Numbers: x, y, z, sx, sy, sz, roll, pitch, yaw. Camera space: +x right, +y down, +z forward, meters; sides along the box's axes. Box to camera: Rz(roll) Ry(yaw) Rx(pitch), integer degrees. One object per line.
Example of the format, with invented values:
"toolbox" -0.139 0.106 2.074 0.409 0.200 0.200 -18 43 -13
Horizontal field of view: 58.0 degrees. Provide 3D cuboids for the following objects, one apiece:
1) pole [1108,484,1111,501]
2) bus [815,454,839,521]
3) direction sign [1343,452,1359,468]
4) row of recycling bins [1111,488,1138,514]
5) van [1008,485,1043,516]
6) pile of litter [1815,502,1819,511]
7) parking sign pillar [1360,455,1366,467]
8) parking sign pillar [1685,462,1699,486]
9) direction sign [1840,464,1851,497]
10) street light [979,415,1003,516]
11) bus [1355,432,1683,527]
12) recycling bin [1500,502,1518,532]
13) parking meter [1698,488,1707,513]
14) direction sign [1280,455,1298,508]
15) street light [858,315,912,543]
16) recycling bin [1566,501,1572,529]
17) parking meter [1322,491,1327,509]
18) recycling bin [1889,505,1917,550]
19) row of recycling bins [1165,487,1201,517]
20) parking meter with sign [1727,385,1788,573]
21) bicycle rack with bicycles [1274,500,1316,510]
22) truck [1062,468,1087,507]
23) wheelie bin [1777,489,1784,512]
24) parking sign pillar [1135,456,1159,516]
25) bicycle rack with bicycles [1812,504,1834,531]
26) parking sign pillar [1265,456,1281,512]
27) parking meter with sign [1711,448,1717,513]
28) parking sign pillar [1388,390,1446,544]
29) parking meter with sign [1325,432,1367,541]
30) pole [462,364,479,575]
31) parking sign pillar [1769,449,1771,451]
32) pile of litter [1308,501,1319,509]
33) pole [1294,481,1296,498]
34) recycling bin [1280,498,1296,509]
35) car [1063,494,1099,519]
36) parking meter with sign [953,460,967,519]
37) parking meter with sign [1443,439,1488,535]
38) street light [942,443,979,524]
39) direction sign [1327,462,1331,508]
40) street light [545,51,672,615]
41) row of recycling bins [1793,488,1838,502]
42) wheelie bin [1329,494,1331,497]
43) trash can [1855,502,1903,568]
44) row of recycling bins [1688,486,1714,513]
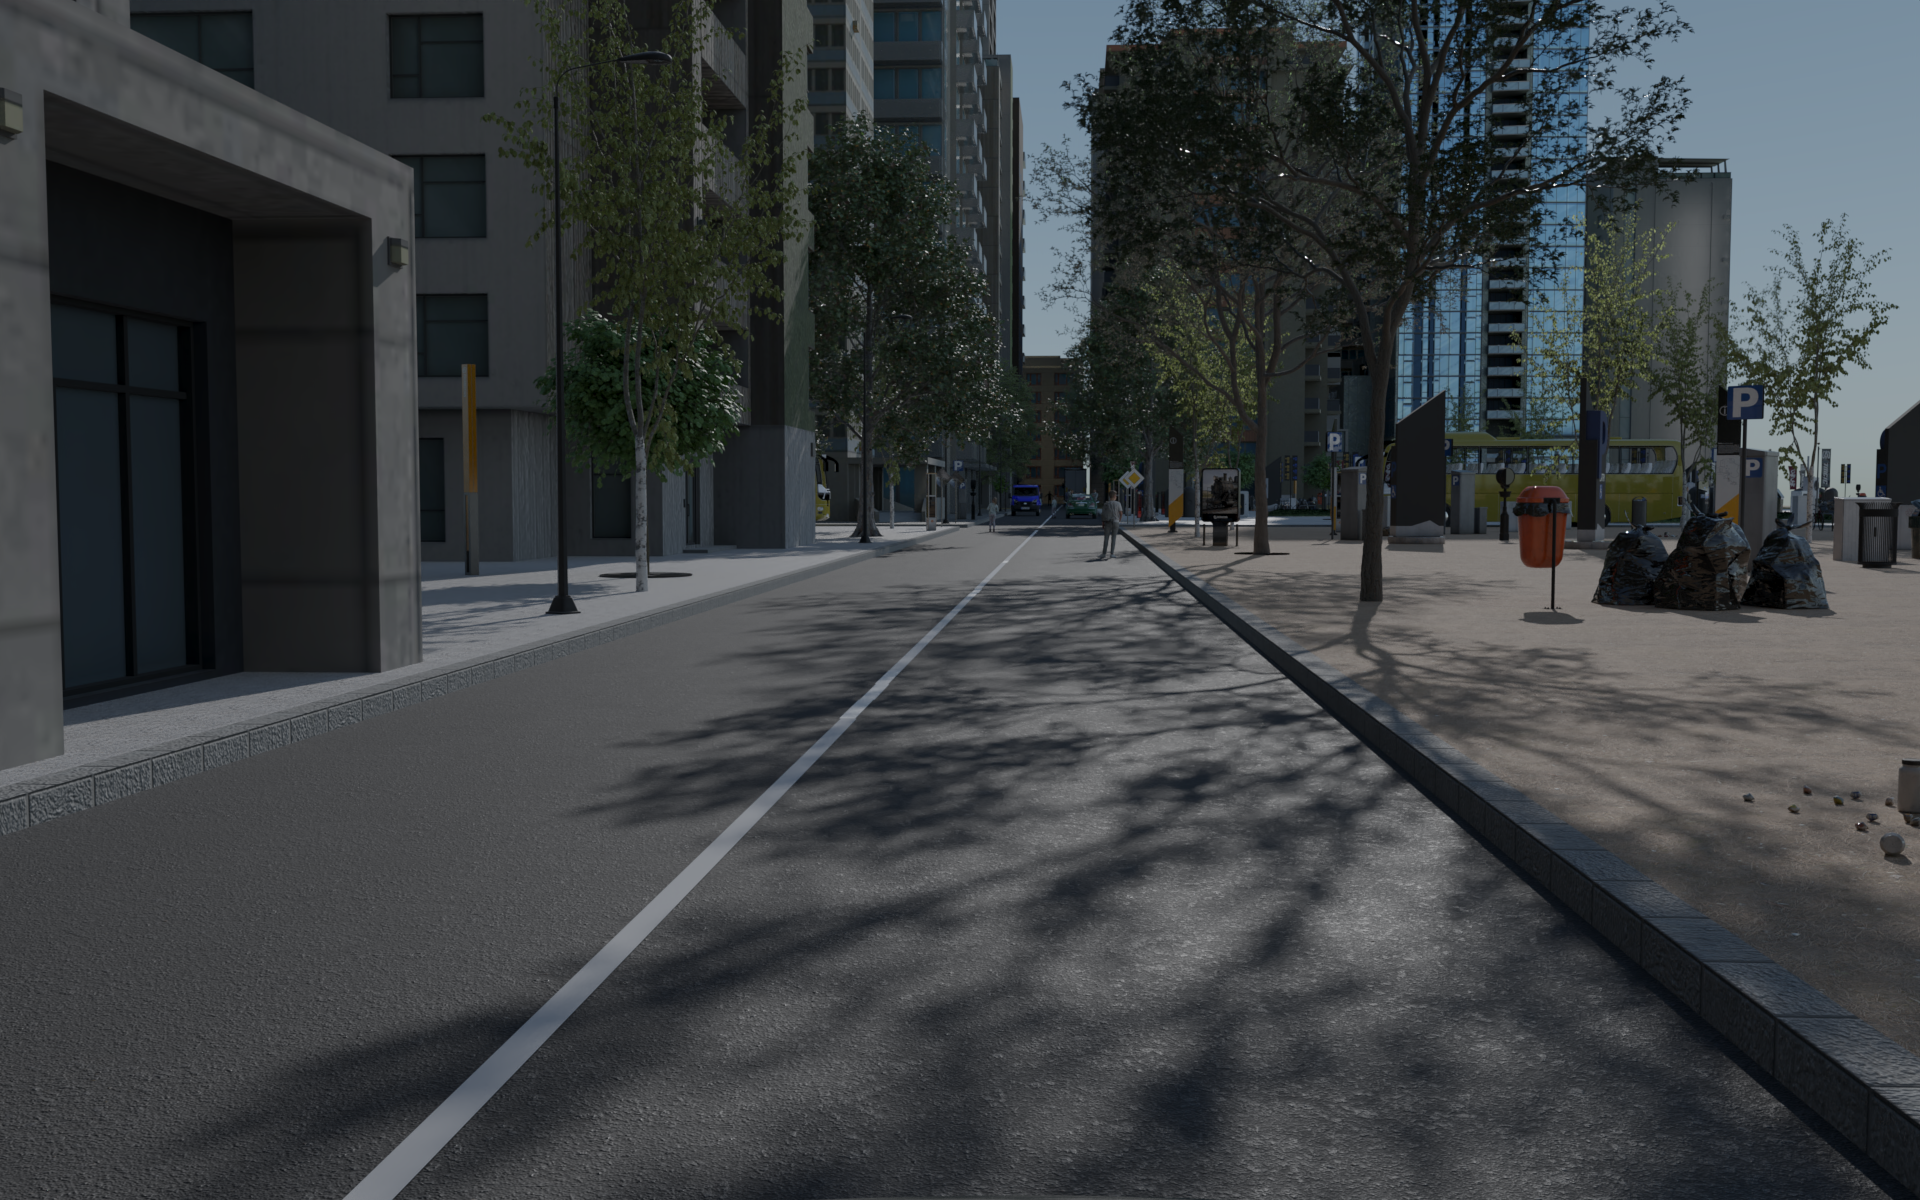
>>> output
"pole" 12.484 -9.226 144.695 0.158 3.312 0.155 0 3 0
"bus" -11.289 -4.901 71.672 12.252 3.916 2.896 0 4 5
"direction sign" 20.967 -6.180 93.034 0.876 3.537 0.379 -1 4 -10
"row of recycling bins" 10.790 -6.315 110.369 1.069 1.692 3.534 3 5 42
"van" 4.351 -6.735 114.506 2.240 2.365 5.245 0 4 3
"pile of litter" 51.119 -5.515 104.127 1.176 0.858 1.719 3 5 42
"parking sign pillar" 27.534 -7.976 118.874 1.447 3.967 1.447 0 4 2
"parking sign pillar" 60.070 -9.417 142.438 1.447 3.967 1.447 -2 4 -26
"direction sign" 66.333 -8.426 129.765 0.379 3.537 0.876 -1 4 -21
"street light" 1.704 -7.878 101.349 1.470 5.913 1.316 0 4 4
"bus" 22.166 -4.738 69.016 12.252 3.916 2.896 0 4 4
"recycling bin" 18.718 -2.816 58.595 0.722 1.027 0.722 0 4 2
"parking meter" 33.578 -4.276 78.331 0.372 1.533 0.369 0 3 0
"direction sign" 19.323 -6.677 101.167 0.876 3.537 0.379 -2 4 -23
"street light" -1.940 -4.435 45.056 1.470 5.913 1.316 0 4 4
"recycling bin" 21.746 -3.086 63.008 0.722 1.027 0.722 -1 4 -10
"parking meter" 27.680 -7.537 131.641 0.372 1.533 0.369 0 3 0
"recycling bin" 21.718 -1.669 39.835 0.722 1.027 0.722 3 5 41
"row of recycling bins" 13.055 -5.408 95.540 3.534 1.692 1.069 -1 4 -12
"parking meter with sign" 13.151 -1.969 28.454 0.543 3.016 1.738 3 5 42
"bicycle rack with bicycles" 19.828 -5.516 103.575 2.852 0.926 2.925 3 5 45
"truck" 12.871 -12.539 193.926 2.839 4.237 11.283 0 4 3
"wheelie bin" 47.396 -5.666 100.550 0.693 1.594 0.980 3 5 41
"parking sign pillar" 11.069 -6.986 102.699 1.447 3.967 1.447 3 4 38
"bicycle rack with bicycles" 30.929 -2.853 60.036 2.852 0.926 2.925 1 4 17
"parking sign pillar" 22.207 -8.255 123.443 1.447 3.967 1.447 -1 4 -14
"parking meter with sign" 28.367 -4.186 64.706 0.543 3.016 1.738 1 4 21
"parking sign pillar" 11.857 -3.450 44.877 1.447 3.967 1.447 0 4 -8
"parking meter with sign" 10.963 -3.176 48.185 0.543 3.016 1.738 -2 4 -31
"pole" -7.719 -2.046 27.297 0.158 3.312 0.155 0 3 0
"parking sign pillar" 47.612 -7.011 103.107 1.447 3.967 1.447 -2 4 -24
"pile of litter" 21.928 -5.700 107.162 1.176 0.858 1.719 -3 4 -37
"pole" 25.729 -8.511 132.994 0.158 3.312 0.155 0 3 0
"recycling bin" 20.608 -5.888 108.821 0.722 1.027 0.722 -3 5 -44
"car" 7.143 -5.516 101.982 2.131 1.459 4.920 0 4 4
"parking meter with sign" 0.041 -5.662 88.827 0.543 3.016 1.738 -1 4 -10
"parking meter with sign" 16.035 -3.600 55.122 1.738 3.016 0.543 -2 4 -30
"street light" -0.068 -6.247 74.672 1.470 5.913 1.316 0 4 4
"direction sign" 26.256 -8.026 123.214 0.379 3.537 0.876 2 4 28
"street light" -3.723 -2.804 18.381 1.470 5.913 1.316 0 4 4
"row of recycling bins" 54.335 -6.301 110.138 1.069 1.692 3.534 -1 4 -16
"wheelie bin" 22.344 -5.788 102.534 0.980 1.594 0.693 2 4 28
"trash can" 15.971 -1.130 30.134 0.748 1.137 0.748 0 3 0
"row of recycling bins" 38.110 -4.950 88.041 1.069 1.692 3.534 0 4 -4
